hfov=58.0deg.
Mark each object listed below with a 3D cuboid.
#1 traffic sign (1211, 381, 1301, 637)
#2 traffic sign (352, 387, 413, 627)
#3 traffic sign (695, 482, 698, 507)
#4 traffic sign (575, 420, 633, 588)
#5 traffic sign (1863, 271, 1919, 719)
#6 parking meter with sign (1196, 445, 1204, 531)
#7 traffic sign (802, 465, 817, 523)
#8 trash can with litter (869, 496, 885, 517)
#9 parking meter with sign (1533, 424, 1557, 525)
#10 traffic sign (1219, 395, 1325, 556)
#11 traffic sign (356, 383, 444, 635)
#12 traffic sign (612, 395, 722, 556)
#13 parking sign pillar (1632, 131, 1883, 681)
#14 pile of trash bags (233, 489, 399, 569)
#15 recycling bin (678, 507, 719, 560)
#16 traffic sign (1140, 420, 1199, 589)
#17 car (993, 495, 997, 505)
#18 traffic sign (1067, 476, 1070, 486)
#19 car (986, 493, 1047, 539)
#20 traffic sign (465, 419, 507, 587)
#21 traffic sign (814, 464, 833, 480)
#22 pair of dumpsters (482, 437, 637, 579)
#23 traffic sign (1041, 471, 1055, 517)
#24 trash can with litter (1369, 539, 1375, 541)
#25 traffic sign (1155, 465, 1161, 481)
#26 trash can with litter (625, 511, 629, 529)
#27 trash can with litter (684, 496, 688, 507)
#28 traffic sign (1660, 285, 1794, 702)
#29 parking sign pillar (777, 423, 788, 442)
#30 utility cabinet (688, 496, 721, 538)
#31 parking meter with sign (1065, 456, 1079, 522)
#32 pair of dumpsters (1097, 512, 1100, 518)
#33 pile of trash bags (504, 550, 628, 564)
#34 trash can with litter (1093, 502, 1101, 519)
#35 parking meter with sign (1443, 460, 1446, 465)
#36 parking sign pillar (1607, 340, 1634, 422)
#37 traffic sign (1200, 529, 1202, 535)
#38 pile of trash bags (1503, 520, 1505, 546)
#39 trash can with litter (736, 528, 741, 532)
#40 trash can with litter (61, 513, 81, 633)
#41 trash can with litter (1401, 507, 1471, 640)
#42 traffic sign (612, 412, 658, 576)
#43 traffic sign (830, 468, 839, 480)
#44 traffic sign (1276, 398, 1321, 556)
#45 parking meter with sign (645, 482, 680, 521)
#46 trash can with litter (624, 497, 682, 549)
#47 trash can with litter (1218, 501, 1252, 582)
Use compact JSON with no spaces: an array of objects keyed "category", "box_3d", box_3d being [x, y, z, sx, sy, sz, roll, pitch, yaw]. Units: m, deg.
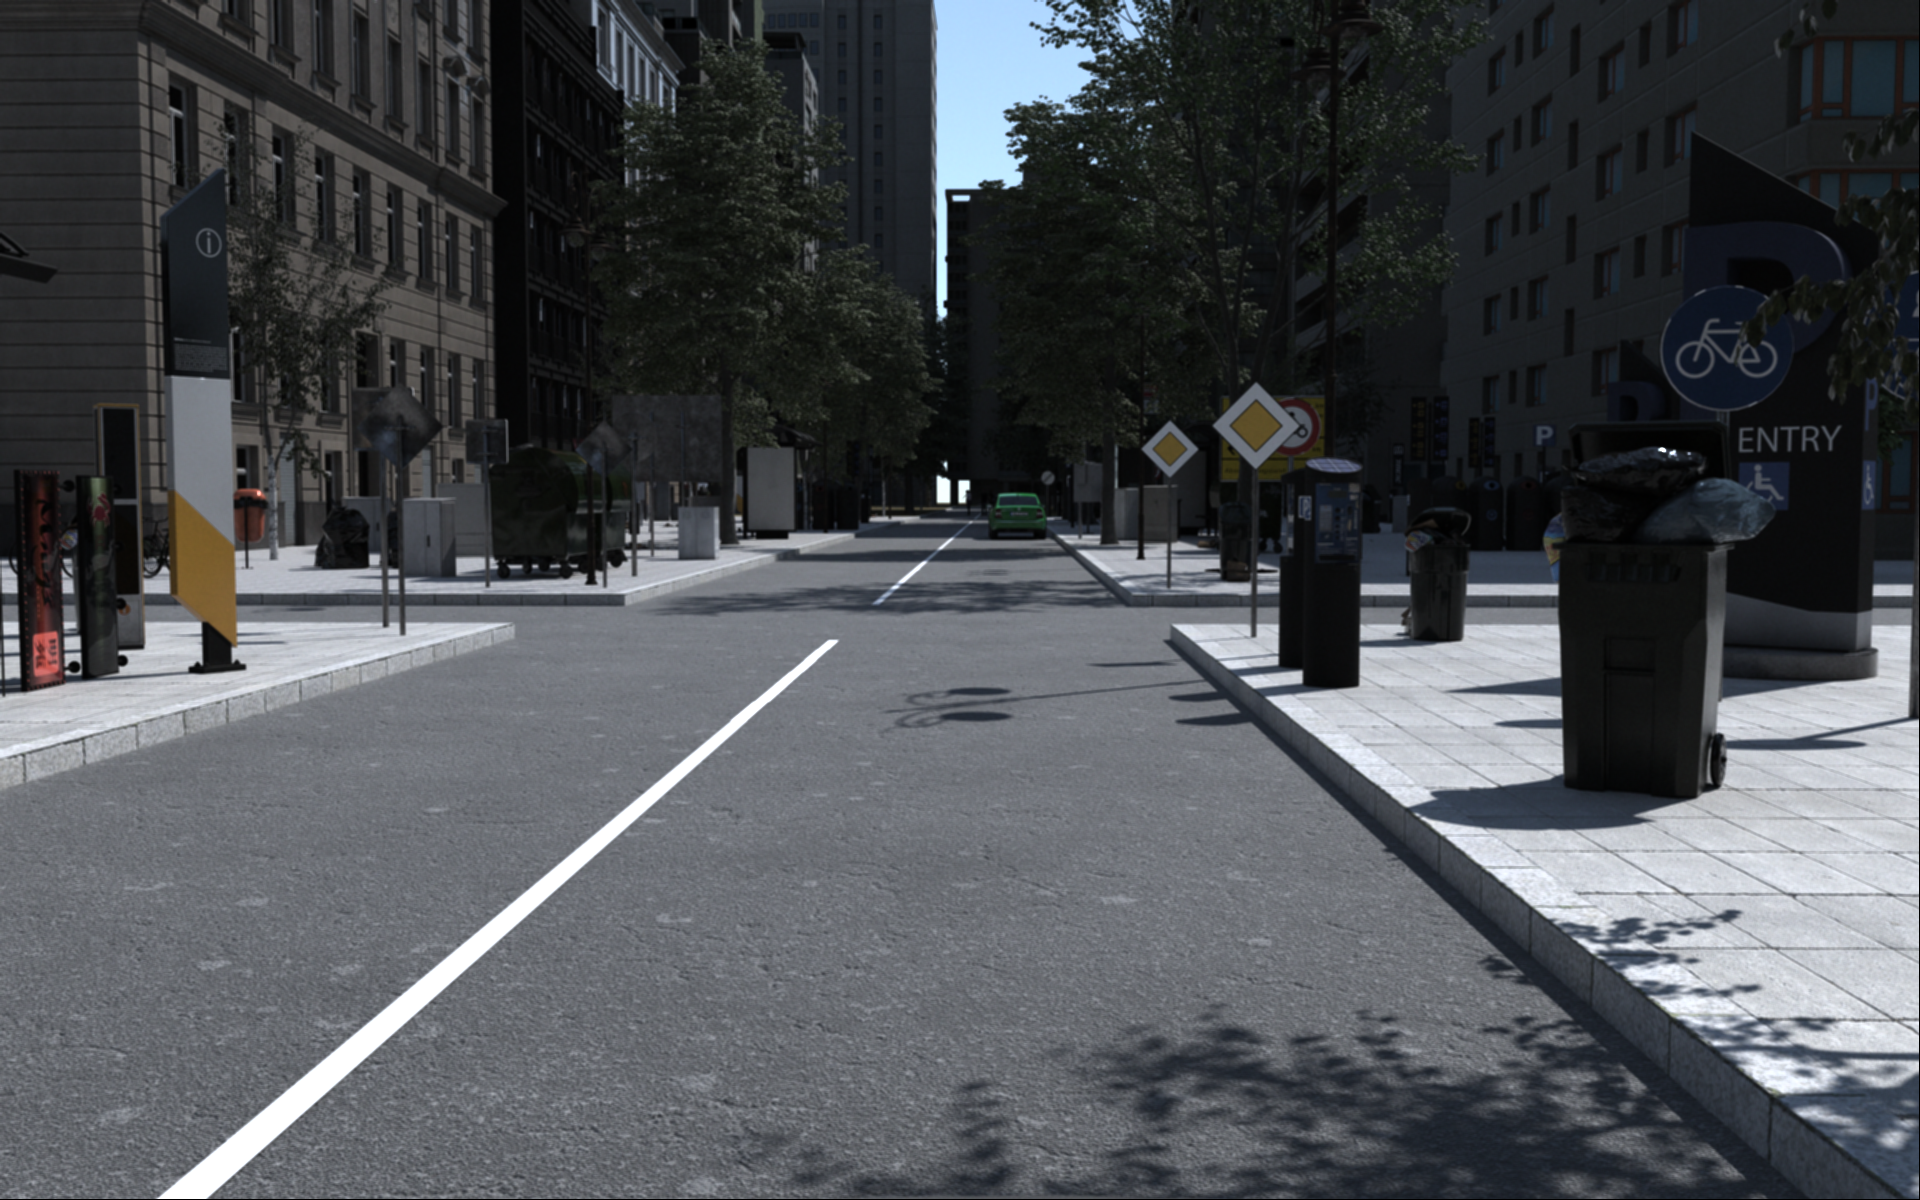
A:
[{"category":"traffic sign","box_3d":[2.630,-0.723,15.463,0.795,2.450,0.064,0,4,1]},{"category":"traffic sign","box_3d":[-5.534,-0.887,16.636,0.606,2.300,0.079,0,4,5]},{"category":"traffic sign","box_3d":[-5.498,-2.083,36.179,0.606,2.300,0.079,1,4,11]},{"category":"traffic sign","box_3d":[-4.859,-1.224,23.660,0.795,2.450,0.064,0,4,1]},{"category":"traffic sign","box_3d":[5.485,-0.596,9.852,0.768,2.556,0.104,0,4,7]},{"category":"parking meter with sign","box_3d":[8.377,-3.979,61.317,0.543,3.016,1.738,0,4,3]},{"category":"traffic sign","box_3d":[-6.521,-4.625,75.731,0.768,2.556,0.104,1,4,9]},{"category":"trash can with litter","box_3d":[-5.447,-5.229,96.550,2.233,1.210,1.678,2,4,31]},{"category":"parking meter with sign","box_3d":[15.009,-2.937,44.279,0.543,3.016,1.738,2,4,25]},{"category":"traffic sign","box_3d":[6.510,-2.568,35.855,2.265,3.308,0.079,0,4,3]},{"category":"traffic sign","box_3d":[-5.061,-0.736,15.677,0.795,2.450,0.064,0,4,1]},{"category":"traffic sign","box_3d":[-6.026,-2.555,35.643,2.265,3.308,0.079,0,4,2]},{"category":"parking sign pillar","box_3d":[5.865,-1.469,12.486,1.447,3.967,1.447,3,5,41]},{"category":"pile of trash bags","box_3d":[-10.936,-1.255,30.268,3.447,1.369,1.912,-1,4,-11]},{"category":"recycling bin","box_3d":[-5.149,-1.321,34.156,0.722,1.027,0.722,0,4,0]},{"category":"traffic sign","box_3d":[2.832,-1.211,23.445,0.795,2.450,0.064,0,4,1]},{"category":"car","box_3d":[3.349,-7.922,142.111,1.945,1.354,3.894,0,4,2]},{"category":"traffic sign","box_3d":[6.096,-5.697,95.270,0.606,2.300,0.079,0,4,5]},{"category":"car","box_3d":[1.829,-2.896,56.143,1.959,1.807,4.718,0,4,0]},{"category":"traffic sign","box_3d":[-6.495,-1.323,23.764,0.606,2.300,0.079,1,4,11]},{"category":"traffic sign","box_3d":[-5.549,-4.295,70.329,0.768,2.556,0.104,0,4,3]},{"category":"pair of dumpsters","box_3d":[-6.462,-1.571,28.187,1.574,2.255,4.437,0,4,1]},{"category":"traffic sign","box_3d":[4.857,-5.848,95.721,0.768,2.556,0.104,0,4,8]},{"category":"trash can with litter","box_3d":[10.225,-2.226,47.452,2.233,1.210,1.678,2,4,35]},{"category":"traffic sign","box_3d":[7.459,-4.093,67.020,0.768,2.556,0.104,1,4,9]},{"category":"trash can with litter","box_3d":[-12.310,-3.184,63.454,0.624,1.170,1.055,-2,4,-31]},{"category":"trash can with litter","box_3d":[-11.175,-3.499,68.261,1.678,1.210,2.233,2,4,28]},{"category":"traffic sign","box_3d":[4.678,-0.645,10.654,0.768,2.556,0.104,1,4,10]},{"category":"parking sign pillar","box_3d":[-6.648,-4.788,66.758,1.447,3.967,1.447,1,4,11]},{"category":"utility cabinet","box_3d":[-7.412,-2.408,50.525,1.020,1.237,0.306,-3,4,-36]},{"category":"parking meter with sign","box_3d":[5.277,-5.118,79.943,0.543,3.016,1.738,1,4,15]},{"category":"pair of dumpsters","box_3d":[8.125,-5.633,94.600,1.574,2.255,4.437,0,4,1]},{"category":"pile of trash bags","box_3d":[-7.222,-1.425,33.044,1.912,1.369,3.447,1,4,11]},{"category":"trash can with litter","box_3d":[7.338,-4.781,89.223,2.233,1.210,1.678,2,4,28]},{"category":"parking meter with sign","box_3d":[20.631,-4.558,70.791,0.543,3.016,1.738,-3,5,-40]},{"category":"parking sign pillar","box_3d":[11.669,-2.520,29.672,1.447,3.967,1.447,-1,4,-20]},{"category":"traffic sign","box_3d":[7.582,-3.328,54.415,0.884,2.594,0.081,0,4,2]},{"category":"pile of trash bags","box_3d":[12.645,-2.025,42.856,1.912,1.369,3.447,2,4,30]},{"category":"trash can with litter","box_3d":[-6.853,-2.899,58.453,2.233,1.210,1.678,-2,4,-28]},{"category":"trash can with litter","box_3d":[-8.074,-0.290,16.130,0.624,1.170,1.055,-2,4,-33]},{"category":"trash can with litter","box_3d":[4.162,-0.250,15.468,0.624,1.170,1.055,0,4,0]},{"category":"traffic sign","box_3d":[-5.085,-1.643,26.975,0.768,2.556,0.104,0,4,8]},{"category":"traffic sign","box_3d":[-5.714,-4.679,77.679,0.795,2.450,0.064,0,4,7]},{"category":"traffic sign","box_3d":[4.402,-1.405,23.072,0.768,2.556,0.104,0,4,5]},{"category":"parking meter with sign","box_3d":[-14.222,-5.279,82.566,1.738,3.016,0.543,-3,4,-37]},{"category":"trash can with litter","box_3d":[-7.628,-1.825,40.889,1.678,1.210,2.233,-1,4,-17]},{"category":"trash can with litter","box_3d":[4.159,-0.872,25.648,0.624,1.170,1.055,0,4,2]}]
